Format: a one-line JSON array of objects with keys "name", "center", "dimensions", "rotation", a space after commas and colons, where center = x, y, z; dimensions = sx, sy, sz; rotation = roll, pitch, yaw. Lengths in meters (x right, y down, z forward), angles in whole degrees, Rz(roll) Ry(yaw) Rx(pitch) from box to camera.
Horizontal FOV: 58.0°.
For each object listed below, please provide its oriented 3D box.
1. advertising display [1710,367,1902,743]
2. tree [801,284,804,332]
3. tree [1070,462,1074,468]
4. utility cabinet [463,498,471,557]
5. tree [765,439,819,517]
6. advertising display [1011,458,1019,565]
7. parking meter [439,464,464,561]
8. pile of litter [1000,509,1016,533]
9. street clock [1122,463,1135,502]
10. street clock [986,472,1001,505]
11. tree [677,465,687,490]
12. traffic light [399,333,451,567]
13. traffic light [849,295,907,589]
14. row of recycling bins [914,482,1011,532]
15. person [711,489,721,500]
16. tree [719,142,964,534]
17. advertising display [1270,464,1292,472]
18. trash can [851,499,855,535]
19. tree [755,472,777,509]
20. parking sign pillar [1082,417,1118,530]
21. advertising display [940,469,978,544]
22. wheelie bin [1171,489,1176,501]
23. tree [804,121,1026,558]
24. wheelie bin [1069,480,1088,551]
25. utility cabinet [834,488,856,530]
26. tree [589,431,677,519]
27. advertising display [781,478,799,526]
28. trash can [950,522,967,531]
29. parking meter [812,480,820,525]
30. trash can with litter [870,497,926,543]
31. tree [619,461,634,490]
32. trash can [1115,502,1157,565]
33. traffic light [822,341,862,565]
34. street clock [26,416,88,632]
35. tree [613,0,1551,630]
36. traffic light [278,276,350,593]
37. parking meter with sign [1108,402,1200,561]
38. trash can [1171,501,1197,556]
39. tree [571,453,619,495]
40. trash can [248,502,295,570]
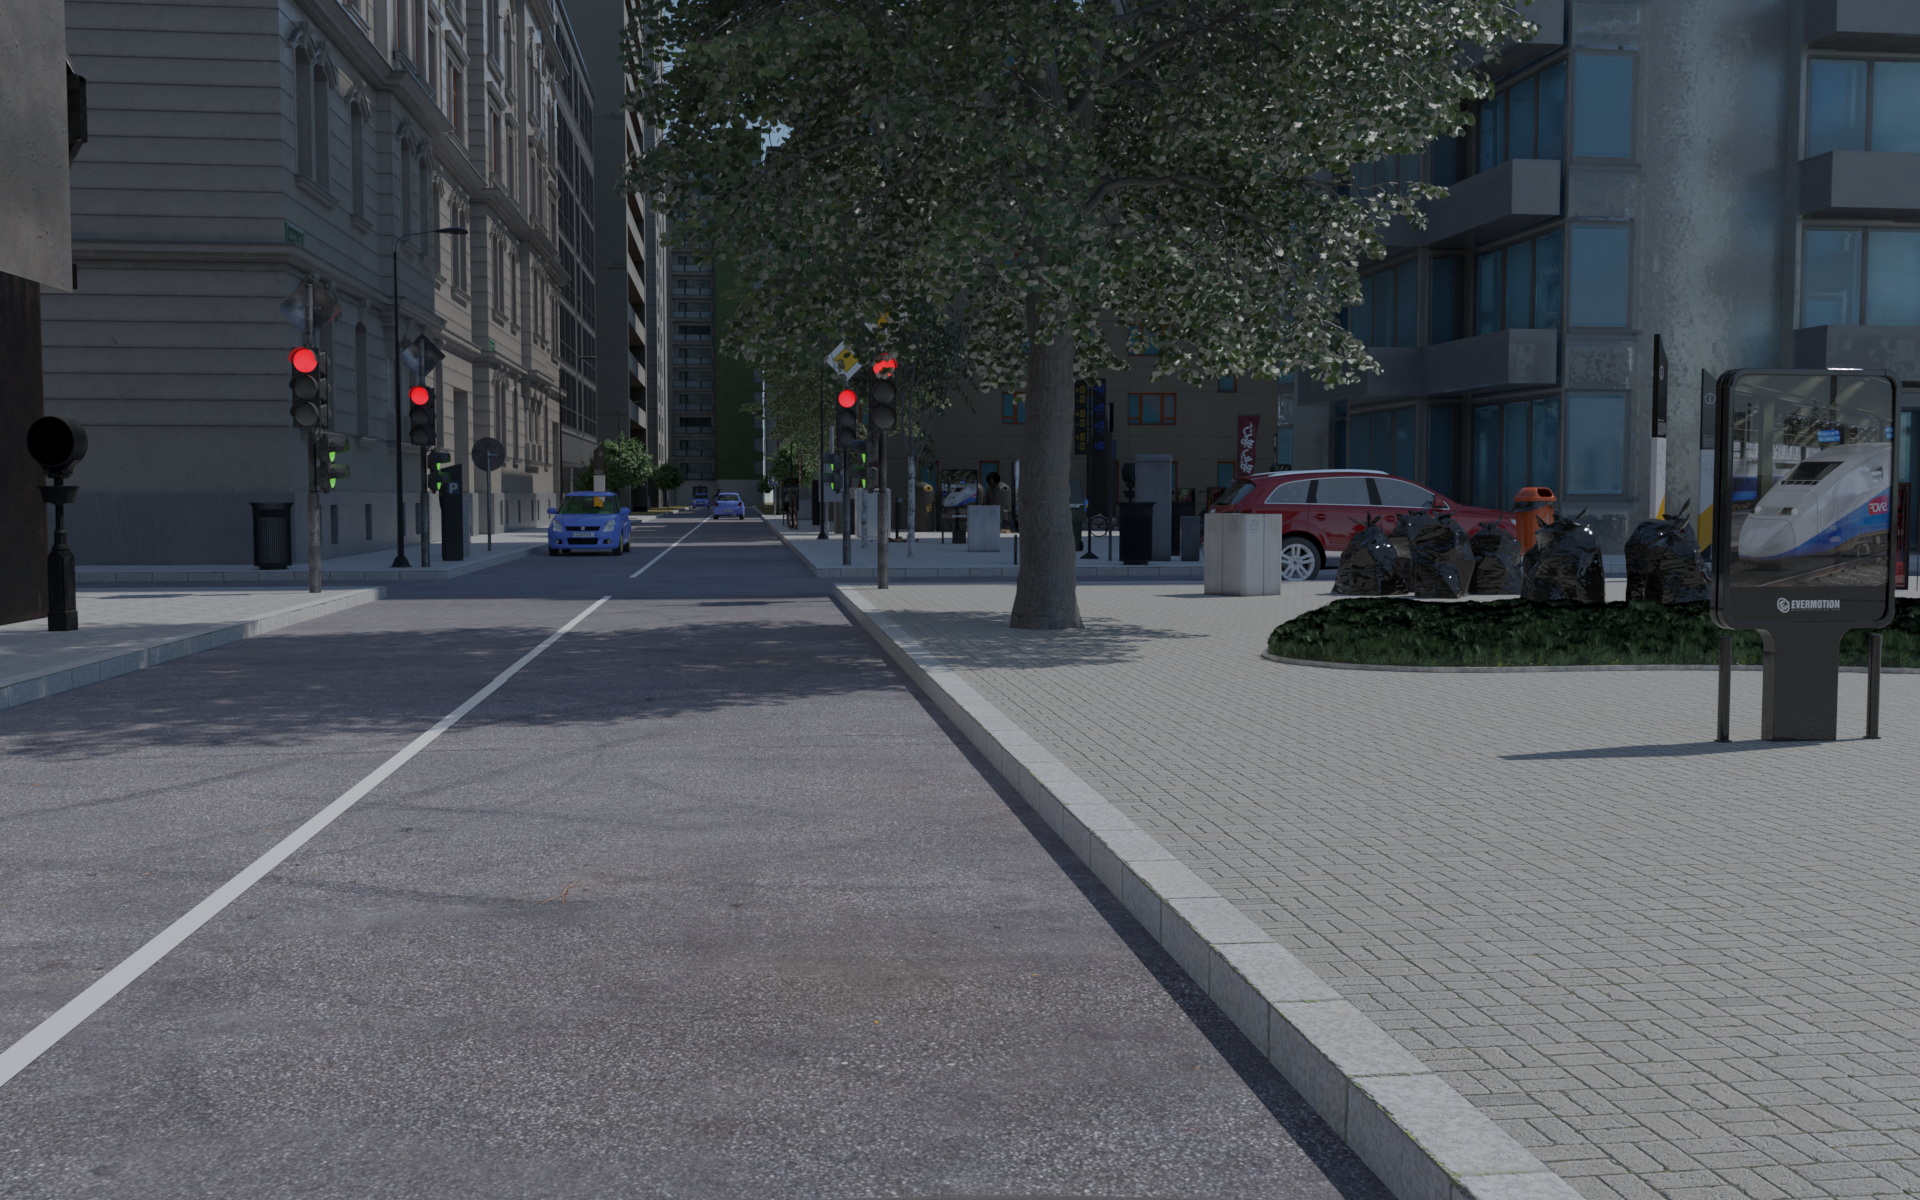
[{"name": "advertising display", "center": [4.375, -0.230, 8.978], "dimensions": [0.974, 1.923, 0.123], "rotation": [-1, 4, -9]}, {"name": "tree", "center": [-2.083, -5.541, 40.966], "dimensions": [4.360, 8.622, 3.978], "rotation": [0, 3, 0]}, {"name": "tree", "center": [2.495, -3.427, 50.635], "dimensions": [1.663, 3.219, 1.824], "rotation": [0, 3, 0]}, {"name": "utility cabinet", "center": [-10.193, -1.491, 35.533], "dimensions": [0.306, 1.237, 1.020], "rotation": [-1, 4, -13]}, {"name": "tree", "center": [-9.179, -6.941, 97.192], "dimensions": [4.285, 4.588, 4.351], "rotation": [0, 3, 0]}, {"name": "advertising display", "center": [1.391, -1.611, 31.547], "dimensions": [0.974, 1.923, 0.123], "rotation": [-2, 4, -25]}, {"name": "parking meter", "center": [-9.756, -1.681, 33.200], "dimensions": [0.399, 1.863, 0.255], "rotation": [-2, 4, -33]}, {"name": "pile of litter", "center": [1.930, -2.629, 56.956], "dimensions": [1.719, 0.858, 1.176], "rotation": [-1, 4, -10]}, {"name": "street clock", "center": [3.935, -2.166, 39.987], "dimensions": [0.358, 2.002, 0.471], "rotation": [2, 4, 34]}, {"name": "street clock", "center": [1.069, -3.131, 55.764], "dimensions": [0.471, 2.002, 0.358], "rotation": [0, 4, -1]}, {"name": "tree", "center": [-26.100, -10.446, 154.499], "dimensions": [4.285, 4.588, 4.351], "rotation": [0, 3, 0]}, {"name": "traffic light", "center": [-9.370, -2.532, 30.314], "dimensions": [0.839, 4.253, 0.868], "rotation": [0, 4, -7]}, {"name": "traffic light", "center": [-1.062, -2.105, 23.334], "dimensions": [0.839, 4.253, 0.868], "rotation": [0, 4, -7]}, {"name": "row of recycling bins", "center": [-0.017, -3.168, 58.904], "dimensions": [3.534, 1.692, 1.069], "rotation": [-1, 4, -13]}, {"name": "person", "center": [-20.944, -8.697, 150.321], "dimensions": [1.348, 1.869, 0.705], "rotation": [1, 4, 20]}, {"name": "tree", "center": [-3.755, -8.406, 55.567], "dimensions": [7.486, 12.596, 7.792], "rotation": [0, 3, 0]}, {"name": "advertising display", "center": [6.887, -1.958, 37.233], "dimensions": [0.123, 1.923, 0.974], "rotation": [2, 4, 32]}, {"name": "trash can", "center": [-3.246, -2.629, 54.631], "dimensions": [0.748, 1.137, 0.748], "rotation": [0, 3, 0]}, {"name": "tree", "center": [-18.865, -10.602, 167.950], "dimensions": [1.663, 3.219, 1.824], "rotation": [0, 3, 0]}, {"name": "parking sign pillar", "center": [5.032, -4.476, 61.662], "dimensions": [1.447, 3.967, 1.447], "rotation": [-2, 4, -29]}, {"name": "advertising display", "center": [-0.018, -2.414, 44.689], "dimensions": [0.974, 1.923, 0.123], "rotation": [0, 4, 4]}, {"name": "wheelie bin", "center": [7.024, -3.161, 59.587], "dimensions": [0.693, 1.594, 0.980], "rotation": [-1, 4, -17]}, {"name": "tree", "center": [-0.741, -5.162, 34.765], "dimensions": [4.360, 8.622, 3.978], "rotation": [0, 3, 0]}, {"name": "wheelie bin", "center": [2.374, -1.896, 38.910], "dimensions": [0.980, 1.594, 0.693], "rotation": [-1, 4, -11]}, {"name": "utility cabinet", "center": [-3.882, -3.168, 60.476], "dimensions": [0.318, 1.500, 1.173], "rotation": [3, 5, 43]}, {"name": "tree", "center": [-17.427, -6.467, 89.452], "dimensions": [4.285, 4.588, 4.351], "rotation": [0, 3, 0]}, {"name": "advertising display", "center": [-6.903, -3.986, 70.377], "dimensions": [0.123, 1.923, 0.974], "rotation": [2, 4, 34]}, {"name": "trash can", "center": [-0.038, -2.818, 57.721], "dimensions": [0.748, 1.137, 0.748], "rotation": [0, 3, 0]}, {"name": "parking meter", "center": [-5.909, -3.998, 71.071], "dimensions": [0.255, 1.863, 0.399], "rotation": [1, 4, 9]}, {"name": "trash can with litter", "center": [-1.567, -2.176, 46.635], "dimensions": [1.678, 1.210, 2.233], "rotation": [0, 4, 1]}, {"name": "tree", "center": [-16.780, -5.440, 83.551], "dimensions": [1.663, 3.219, 1.824], "rotation": [0, 3, 0]}, {"name": "trash can", "center": [3.192, -1.210, 31.436], "dimensions": [0.748, 1.137, 0.748], "rotation": [0, 3, 0]}, {"name": "traffic light", "center": [-2.069, -2.589, 31.256], "dimensions": [0.839, 4.253, 0.868], "rotation": [0, 4, -7]}, {"name": "street clock", "center": [-8.419, -0.711, 16.199], "dimensions": [0.471, 2.002, 0.358], "rotation": [0, 4, 5]}, {"name": "tree", "center": [0.902, -6.711, 16.378], "dimensions": [9.857, 13.997, 8.962], "rotation": [0, 3, 0]}, {"name": "traffic light", "center": [-8.362, -2.047, 22.393], "dimensions": [0.839, 4.253, 0.868], "rotation": [0, 4, -7]}, {"name": "parking meter with sign", "center": [3.703, -2.251, 33.071], "dimensions": [1.738, 3.016, 0.543], "rotation": [0, 4, 2]}, {"name": "trash can", "center": [4.549, -1.494, 36.075], "dimensions": [0.748, 1.137, 0.748], "rotation": [0, 3, 0]}, {"name": "tree", "center": [-17.177, -5.281, 80.946], "dimensions": [1.663, 3.219, 1.824], "rotation": [0, 3, 0]}, {"name": "trash can", "center": [-11.697, -1.089, 29.459], "dimensions": [0.748, 1.137, 0.748], "rotation": [0, 3, 0]}]
